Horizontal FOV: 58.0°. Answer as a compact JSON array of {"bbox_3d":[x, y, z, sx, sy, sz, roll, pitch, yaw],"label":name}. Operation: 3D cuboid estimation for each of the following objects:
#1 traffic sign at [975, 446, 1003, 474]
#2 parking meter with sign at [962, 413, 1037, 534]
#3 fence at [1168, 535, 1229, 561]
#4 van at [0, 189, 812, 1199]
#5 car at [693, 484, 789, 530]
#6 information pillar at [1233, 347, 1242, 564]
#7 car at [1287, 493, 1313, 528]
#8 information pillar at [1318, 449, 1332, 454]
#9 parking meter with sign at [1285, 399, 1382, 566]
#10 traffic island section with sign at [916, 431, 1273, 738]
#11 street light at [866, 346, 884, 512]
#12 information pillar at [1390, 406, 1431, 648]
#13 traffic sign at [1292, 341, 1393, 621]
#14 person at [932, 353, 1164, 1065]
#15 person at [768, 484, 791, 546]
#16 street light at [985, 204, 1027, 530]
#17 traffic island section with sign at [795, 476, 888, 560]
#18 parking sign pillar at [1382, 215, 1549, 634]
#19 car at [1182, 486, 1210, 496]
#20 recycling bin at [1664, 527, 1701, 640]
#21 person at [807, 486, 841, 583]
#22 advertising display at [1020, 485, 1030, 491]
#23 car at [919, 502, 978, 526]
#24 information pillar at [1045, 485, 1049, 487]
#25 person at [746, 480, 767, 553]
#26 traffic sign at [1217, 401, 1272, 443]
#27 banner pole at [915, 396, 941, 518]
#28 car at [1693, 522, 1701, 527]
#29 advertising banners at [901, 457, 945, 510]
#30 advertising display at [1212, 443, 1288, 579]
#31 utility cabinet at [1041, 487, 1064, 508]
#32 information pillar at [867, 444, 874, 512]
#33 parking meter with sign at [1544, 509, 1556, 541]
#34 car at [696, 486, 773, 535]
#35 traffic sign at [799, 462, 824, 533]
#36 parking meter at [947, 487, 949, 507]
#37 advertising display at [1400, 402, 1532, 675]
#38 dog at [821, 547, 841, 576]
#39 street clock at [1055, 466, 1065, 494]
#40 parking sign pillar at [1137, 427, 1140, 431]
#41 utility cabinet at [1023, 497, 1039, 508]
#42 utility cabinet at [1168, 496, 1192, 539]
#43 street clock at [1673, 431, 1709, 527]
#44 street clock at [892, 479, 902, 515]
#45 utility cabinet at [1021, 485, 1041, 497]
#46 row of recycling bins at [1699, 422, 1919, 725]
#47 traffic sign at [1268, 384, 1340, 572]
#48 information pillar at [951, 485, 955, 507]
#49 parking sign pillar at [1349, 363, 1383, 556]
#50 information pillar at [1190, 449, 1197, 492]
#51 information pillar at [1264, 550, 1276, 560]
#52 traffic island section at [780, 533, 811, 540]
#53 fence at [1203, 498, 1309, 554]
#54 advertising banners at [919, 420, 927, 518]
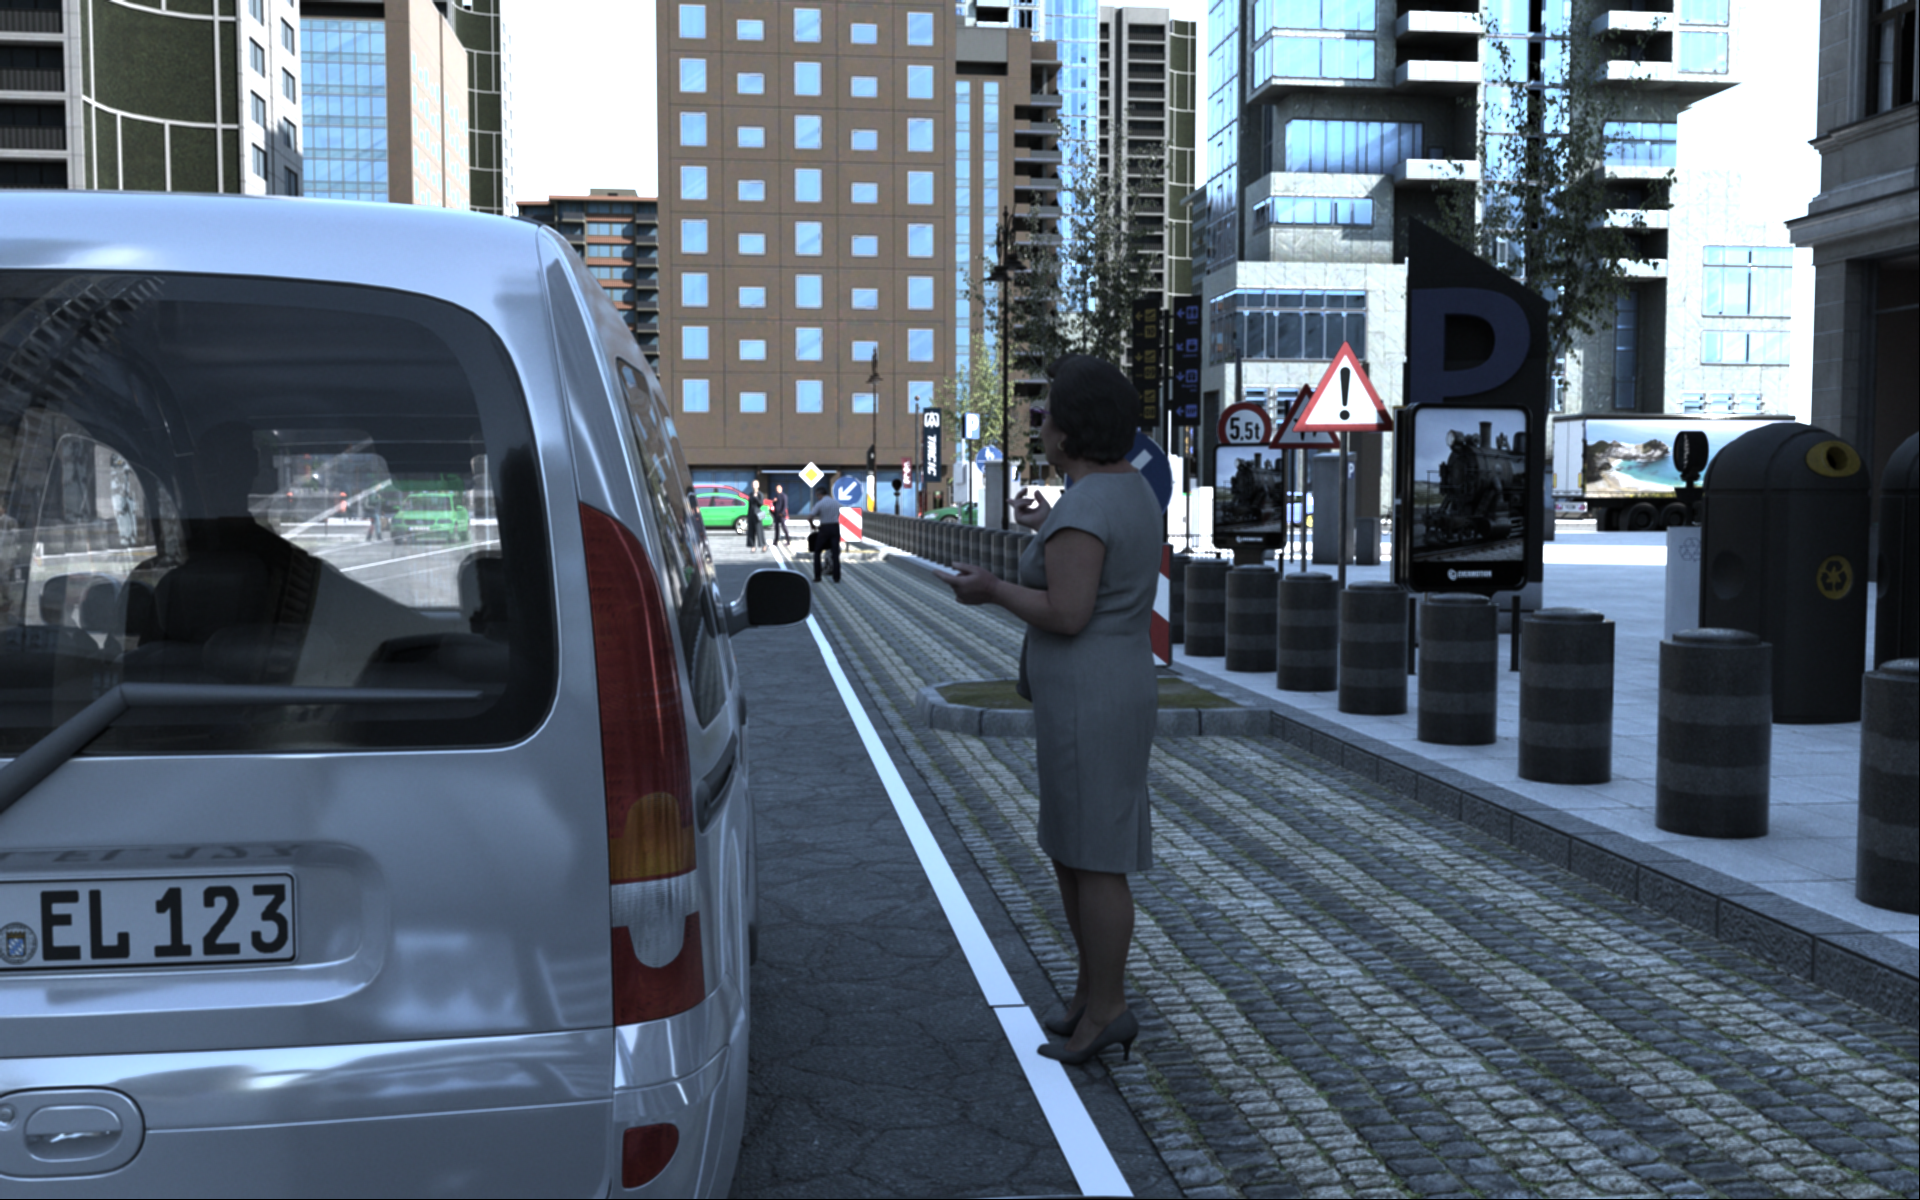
[{"bbox_3d":[0.786,-2.807,45.995,0.768,2.556,0.104,0,4,-2],"label":"traffic sign"},{"bbox_3d":[0.909,-2.496,37.068,1.738,3.016,0.543,2,4,35],"label":"parking meter with sign"},{"bbox_3d":[2.970,-0.622,25.549,2.069,0.683,0.278,0,4,1],"label":"fence"},{"bbox_3d":[-1.334,0.180,4.072,2.013,2.044,4.112,0,4,-7],"label":"van"},{"bbox_3d":[-9.525,-3.719,69.472,5.304,1.827,2.281,0,4,-8],"label":"car"},{"bbox_3d":[4.411,-2.212,27.525,0.183,3.616,0.504,0,4,6],"label":"information pillar"},{"bbox_3d":[13.414,-3.916,73.625,3.694,1.707,1.945,-1,4,-9],"label":"car"},{"bbox_3d":[11.559,-3.886,54.892,0.504,3.616,0.183,3,5,45],"label":"information pillar"},{"bbox_3d":[6.820,-2.160,31.578,1.738,3.016,0.543,3,4,37],"label":"parking meter with sign"},{"bbox_3d":[0.747,-0.148,11.042,1.989,1.847,2.006,0,4,-7],"label":"traffic island section with sign"},{"bbox_3d":[-2.666,-4.978,54.186,0.468,5.910,1.993,0,4,-7],"label":"street light"},{"bbox_3d":[3.793,-0.615,14.544,0.304,2.012,0.304,1,4,22],"label":"information pillar"},{"bbox_3d":[3.281,-0.907,14.841,0.884,2.594,0.081,0,4,2],"label":"traffic sign"},{"bbox_3d":[0.272,0.269,4.462,0.532,1.782,0.716,1,4,21],"label":"person"},{"bbox_3d":[-4.974,-2.344,47.739,0.530,1.710,0.541,-2,4,-33],"label":"person"},{"bbox_3d":[0.734,-3.373,27.931,0.468,5.910,1.993,0,4,-7],"label":"street light"},{"bbox_3d":[-2.645,-1.823,38.426,1.989,1.847,2.006,0,4,-7],"label":"traffic island section with sign"},{"bbox_3d":[4.896,-1.714,16.490,1.447,3.967,1.447,1,4,20],"label":"parking sign pillar"},{"bbox_3d":[7.720,-3.275,62.341,4.718,1.807,1.959,0,4,-6],"label":"car"},{"bbox_3d":[5.728,-0.033,13.095,0.722,1.027,0.722,2,4,23],"label":"recycling bin"},{"bbox_3d":[-2.203,-1.055,27.959,0.614,1.554,0.590,-2,4,-32],"label":"person"},{"bbox_3d":[4.630,-7.345,125.305,0.974,1.923,0.123,1,4,18],"label":"advertising display"},{"bbox_3d":[0.927,-3.036,61.442,4.920,1.459,2.131,-1,4,-9],"label":"car"},{"bbox_3d":[6.937,-8.268,139.675,0.304,2.012,0.304,-3,4,-38],"label":"information pillar"},{"bbox_3d":[-4.986,-2.041,42.284,0.576,1.772,0.534,1,4,16],"label":"person"},{"bbox_3d":[3.911,-1.455,23.893,0.768,2.556,0.104,0,4,-3],"label":"traffic sign"},{"bbox_3d":[-0.866,-3.313,44.178,0.863,3.779,0.401,-1,4,-15],"label":"banner pole"},{"bbox_3d":[30.519,-3.797,74.082,4.499,1.417,2.014,0,4,-7],"label":"car"},{"bbox_3d":[-1.760,-5.242,81.895,2.074,3.025,0.090,0,4,0],"label":"advertising banners"},{"bbox_3d":[3.659,-1.019,21.878,0.974,1.923,0.123,2,4,33],"label":"advertising display"},{"bbox_3d":[2.635,-2.610,51.345,1.173,1.500,0.318,-1,4,-10],"label":"utility cabinet"},{"bbox_3d":[-4.165,-5.470,80.782,0.183,3.616,0.504,2,4,34],"label":"information pillar"},{"bbox_3d":[15.493,-3.146,47.694,1.738,3.016,0.543,2,4,24],"label":"parking meter with sign"},{"bbox_3d":[-8.920,-3.165,60.547,4.718,1.807,1.959,0,4,-8],"label":"car"},{"bbox_3d":[-4.674,-3.110,54.495,0.795,2.450,0.064,0,4,-7],"label":"traffic sign"},{"bbox_3d":[-1.113,-8.433,143.593,0.255,1.863,0.399,-2,4,-35],"label":"parking meter"},{"bbox_3d":[3.610,-0.438,12.380,0.974,1.923,0.123,-1,4,-16],"label":"advertising display"},{"bbox_3d":[-2.369,-0.832,30.441,0.800,0.831,0.513,-3,4,-36],"label":"dog"},{"bbox_3d":[1.819,-1.486,28.867,0.358,2.002,0.471,-3,5,-40],"label":"street clock"},{"bbox_3d":[4.584,-3.557,46.629,1.447,3.967,1.447,0,4,7],"label":"parking sign pillar"},{"bbox_3d":[1.459,-1.819,40.906,1.020,1.237,0.306,-2,4,-34],"label":"utility cabinet"},{"bbox_3d":[6.257,-2.375,49.999,1.020,1.237,0.306,0,4,-8],"label":"utility cabinet"},{"bbox_3d":[8.375,-0.937,19.896,0.358,2.002,0.471,0,4,1],"label":"street clock"},{"bbox_3d":[-3.025,-4.815,83.301,0.471,2.002,0.358,0,4,8],"label":"street clock"},{"bbox_3d":[1.763,-2.172,44.191,0.318,1.500,1.173,0,4,-6],"label":"utility cabinet"},{"bbox_3d":[6.050,-0.158,9.695,3.534,1.692,1.069,1,4,15],"label":"row of recycling bins"},{"bbox_3d":[4.074,-1.253,20.485,0.884,2.594,0.081,0,4,-3],"label":"traffic sign"},{"bbox_3d":[-0.567,-8.300,140.200,0.304,2.012,0.304,1,4,21],"label":"information pillar"},{"bbox_3d":[8.463,-2.921,36.224,1.447,3.967,1.447,0,4,1],"label":"parking sign pillar"},{"bbox_3d":[12.170,-6.045,90.194,0.183,3.616,0.504,-2,4,-33],"label":"information pillar"},{"bbox_3d":[5.985,-1.784,33.653,0.304,2.012,0.304,1,4,14],"label":"information pillar"},{"bbox_3d":[-4.652,-1.975,54.575,2.009,0.180,2.903,0,4,-7],"label":"traffic island section"},{"bbox_3d":[6.463,-1.627,37.797,2.264,1.192,0.480,-1,4,-14],"label":"fence"},{"bbox_3d":[-0.900,-2.787,41.756,0.090,3.025,2.074,0,4,0],"label":"advertising banners"}]
